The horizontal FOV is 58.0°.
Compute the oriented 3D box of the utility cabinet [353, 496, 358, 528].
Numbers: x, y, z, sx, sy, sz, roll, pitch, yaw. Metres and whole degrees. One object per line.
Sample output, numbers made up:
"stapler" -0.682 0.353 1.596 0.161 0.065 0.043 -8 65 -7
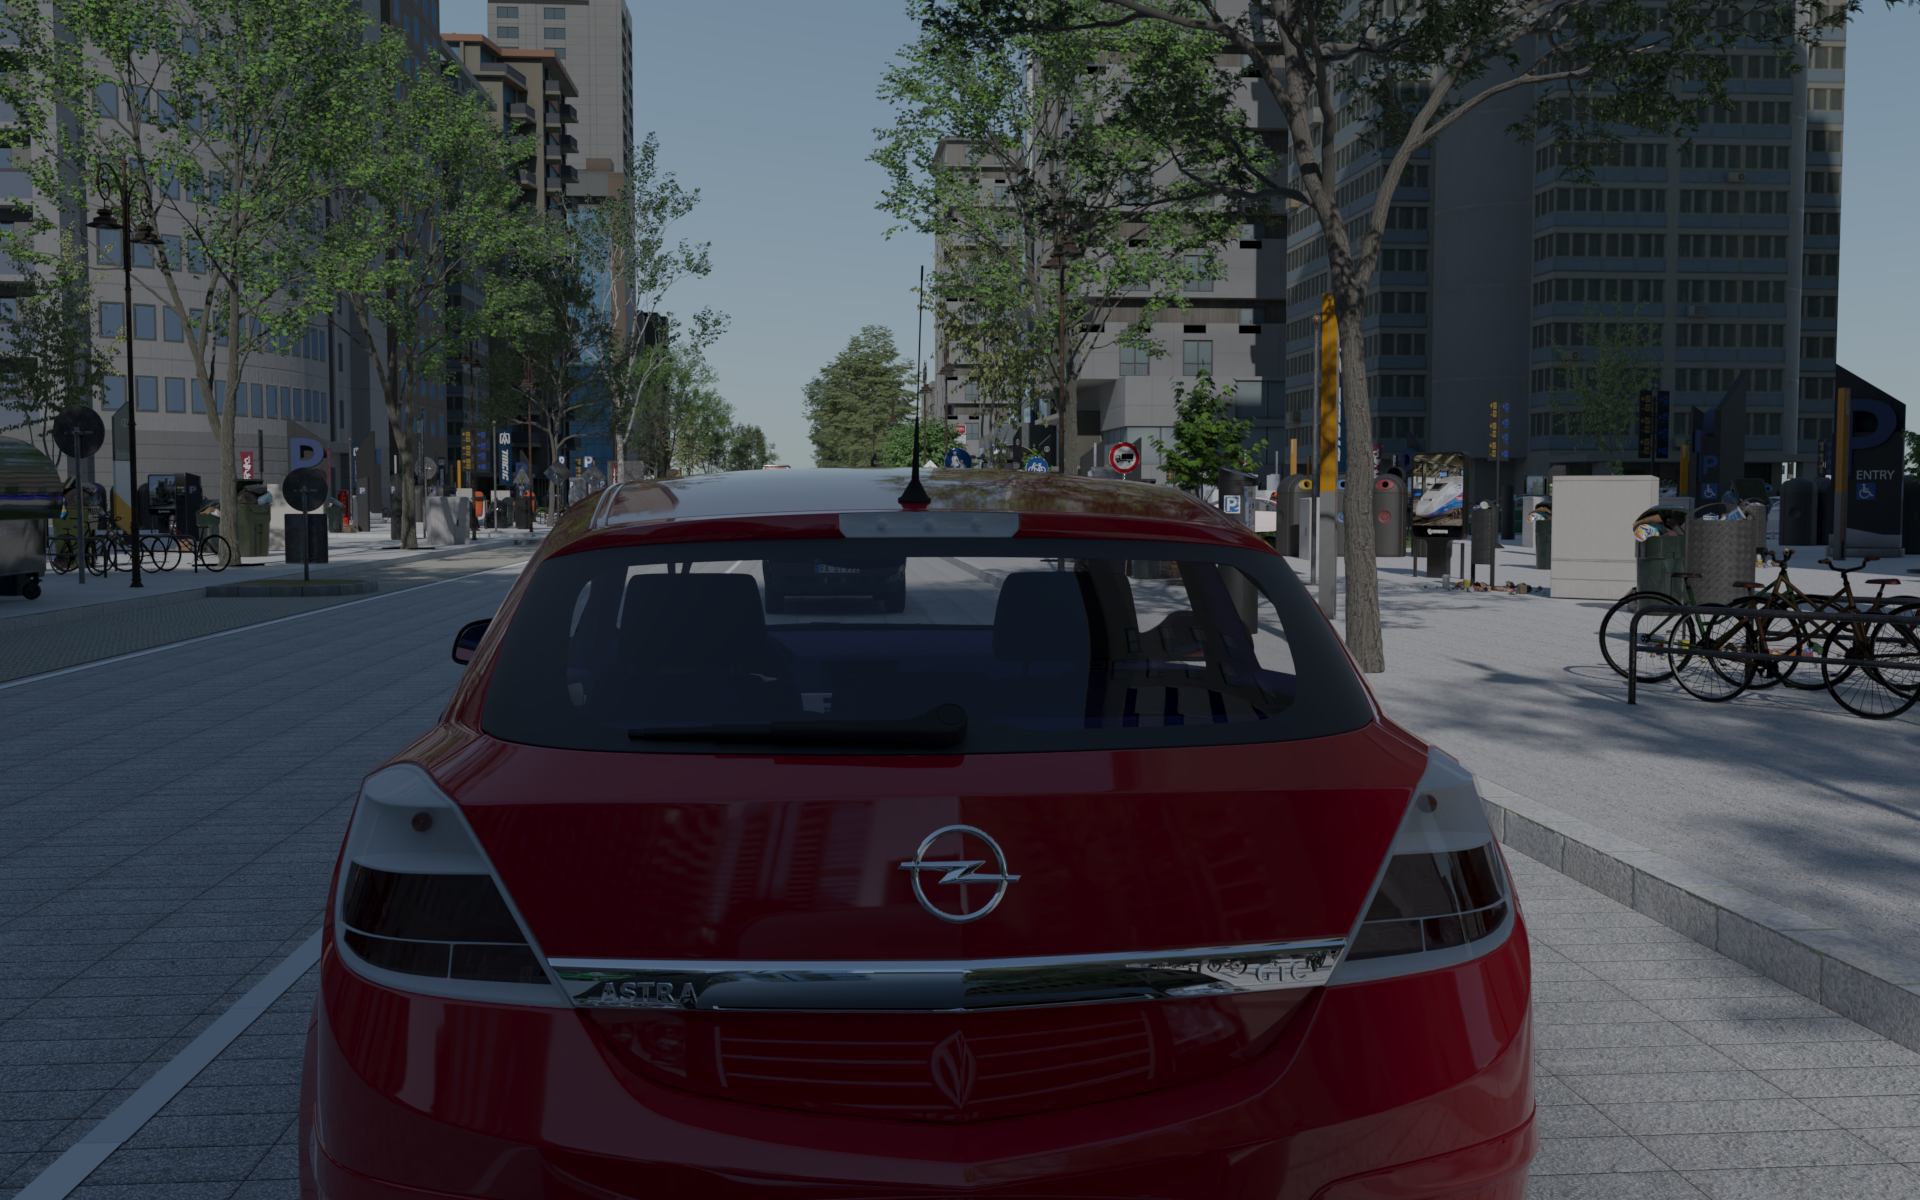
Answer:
"utility cabinet" -22.503 -3.293 64.999 0.306 1.237 1.020 -2 4 -33

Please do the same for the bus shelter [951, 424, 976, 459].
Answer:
"bus shelter" -0.506 -7.299 96.976 2.179 5.291 8.768 0 4 -5

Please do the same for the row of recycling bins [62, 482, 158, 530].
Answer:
"row of recycling bins" -30.469 -3.350 61.892 3.534 1.692 1.069 -1 4 -20

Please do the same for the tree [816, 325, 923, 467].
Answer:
"tree" -6.042 -12.133 116.495 7.486 12.596 7.792 0 3 0

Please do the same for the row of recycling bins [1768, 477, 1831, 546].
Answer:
"row of recycling bins" 22.079 -2.246 43.831 3.534 1.692 1.069 -2 4 -31

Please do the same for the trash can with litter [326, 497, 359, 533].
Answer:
"trash can with litter" -20.339 -2.796 57.099 1.055 1.170 0.624 1 4 11

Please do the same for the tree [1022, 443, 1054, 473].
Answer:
"tree" 2.732 -4.380 66.222 1.663 3.219 1.824 0 3 0

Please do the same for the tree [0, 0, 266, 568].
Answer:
"tree" -13.056 -6.392 30.257 9.928 11.665 9.643 0 3 0

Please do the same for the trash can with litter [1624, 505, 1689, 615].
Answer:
"trash can with litter" 7.387 -0.440 18.581 0.624 1.170 1.055 0 4 3

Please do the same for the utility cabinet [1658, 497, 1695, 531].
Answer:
"utility cabinet" 15.148 -1.586 37.086 1.020 1.237 0.306 3 5 41

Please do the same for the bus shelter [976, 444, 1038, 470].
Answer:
"bus shelter" 1.919 -4.798 72.364 2.014 3.302 5.546 0 4 -5

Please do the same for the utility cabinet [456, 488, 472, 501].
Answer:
"utility cabinet" -19.526 -3.604 67.610 1.173 1.500 0.318 -2 4 -31

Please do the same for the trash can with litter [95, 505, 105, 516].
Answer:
"trash can with litter" -20.077 -1.730 39.679 0.624 1.170 1.055 0 4 -7

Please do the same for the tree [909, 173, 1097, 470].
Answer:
"tree" 0.956 -5.533 40.819 4.737 8.622 4.395 0 3 0

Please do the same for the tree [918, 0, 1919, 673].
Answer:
"tree" 3.011 -4.778 12.535 8.767 10.594 7.601 1 4 10

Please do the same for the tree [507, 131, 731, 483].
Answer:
"tree" -18.251 -14.457 92.265 12.611 20.169 13.585 0 3 0

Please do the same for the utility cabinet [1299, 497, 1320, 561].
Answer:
"utility cabinet" 6.855 -1.386 33.816 0.306 1.237 1.020 0 4 0

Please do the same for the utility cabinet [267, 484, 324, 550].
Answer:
"utility cabinet" -15.038 -1.870 39.253 1.173 1.500 0.318 -1 4 -15

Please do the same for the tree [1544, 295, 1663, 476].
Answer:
"tree" 23.745 -6.912 63.376 4.737 8.622 4.395 0 3 0

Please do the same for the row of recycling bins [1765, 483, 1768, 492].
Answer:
"row of recycling bins" 29.857 -3.449 63.503 3.534 1.692 1.069 0 4 -1

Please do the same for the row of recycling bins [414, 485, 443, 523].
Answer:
"row of recycling bins" -24.208 -4.375 78.637 3.534 1.692 1.069 3 5 42

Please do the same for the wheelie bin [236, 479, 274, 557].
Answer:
"wheelie bin" -14.482 -1.682 35.414 0.693 1.594 0.980 2 4 33

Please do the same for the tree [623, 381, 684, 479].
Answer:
"tree" -19.733 -9.784 110.324 4.360 8.622 3.978 0 3 0

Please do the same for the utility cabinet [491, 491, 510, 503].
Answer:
"utility cabinet" -29.753 -6.331 112.189 1.173 1.500 0.318 -1 4 -12

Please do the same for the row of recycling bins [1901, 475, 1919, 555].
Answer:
"row of recycling bins" 20.593 -1.902 38.215 1.069 1.692 3.534 1 4 14

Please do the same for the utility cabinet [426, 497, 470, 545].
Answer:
"utility cabinet" -12.971 -2.003 43.916 1.020 1.237 0.306 -3 4 -37

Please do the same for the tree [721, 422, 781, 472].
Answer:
"tree" -33.471 -21.989 276.525 9.611 12.733 9.660 0 3 0

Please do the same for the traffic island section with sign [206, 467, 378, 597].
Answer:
"traffic island section with sign" -9.504 -0.994 24.878 1.989 1.847 2.006 0 4 -5

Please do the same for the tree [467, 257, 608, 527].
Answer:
"tree" -15.792 -8.158 67.800 7.601 10.594 8.767 0 4 5

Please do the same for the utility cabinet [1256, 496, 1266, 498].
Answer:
"utility cabinet" 11.728 -3.485 68.136 0.306 1.237 1.020 -1 4 -9

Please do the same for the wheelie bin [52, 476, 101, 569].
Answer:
"wheelie bin" -15.282 -1.349 29.963 0.693 1.594 0.980 -1 4 -11

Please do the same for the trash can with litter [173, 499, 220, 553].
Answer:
"trash can with litter" -16.549 -1.606 37.645 1.055 1.170 0.624 -1 4 -10

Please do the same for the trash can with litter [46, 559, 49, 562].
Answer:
"trash can with litter" -17.617 -1.289 32.133 2.233 1.210 1.678 2 4 24

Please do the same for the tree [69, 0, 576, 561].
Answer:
"tree" -12.930 -6.975 39.794 9.928 11.665 9.643 0 3 0

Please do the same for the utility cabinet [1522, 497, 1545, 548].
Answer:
"utility cabinet" 13.832 -1.871 41.747 0.306 1.237 1.020 0 4 5

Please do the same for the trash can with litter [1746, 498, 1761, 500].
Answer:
"trash can with litter" 13.606 -1.197 30.621 2.233 1.210 1.678 -1 4 -14

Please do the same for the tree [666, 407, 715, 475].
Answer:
"tree" -21.809 -11.509 138.532 4.737 8.622 4.395 0 3 0

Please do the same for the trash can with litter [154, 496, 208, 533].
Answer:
"trash can with litter" -26.343 -2.903 58.515 1.678 1.210 2.233 -2 4 -28

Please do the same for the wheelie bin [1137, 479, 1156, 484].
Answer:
"wheelie bin" 3.836 -1.682 35.403 0.693 1.594 0.980 3 4 39

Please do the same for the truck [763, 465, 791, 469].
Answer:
"truck" -17.828 -10.978 168.406 2.839 4.237 11.283 0 4 -4

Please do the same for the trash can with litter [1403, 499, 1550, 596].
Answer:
"trash can with litter" 6.992 -0.718 22.799 1.678 1.210 2.233 -1 4 -13

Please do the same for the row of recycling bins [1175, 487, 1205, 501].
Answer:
"row of recycling bins" 9.262 -3.828 69.695 1.069 1.692 3.534 0 4 -2

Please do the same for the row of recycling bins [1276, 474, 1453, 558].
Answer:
"row of recycling bins" 8.271 -1.738 35.528 3.534 1.692 1.069 1 4 12

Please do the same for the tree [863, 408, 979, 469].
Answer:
"tree" -1.261 -5.028 65.915 4.285 4.588 4.351 0 3 0

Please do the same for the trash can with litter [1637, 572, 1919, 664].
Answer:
"trash can with litter" 6.389 -0.154 13.575 2.233 1.210 1.678 1 4 16

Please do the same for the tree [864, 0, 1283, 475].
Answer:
"tree" 1.934 -6.520 32.360 9.928 11.665 9.643 0 3 0

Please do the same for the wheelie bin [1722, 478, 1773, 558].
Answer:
"wheelie bin" 15.876 -1.659 35.025 0.980 1.594 0.693 0 4 -1

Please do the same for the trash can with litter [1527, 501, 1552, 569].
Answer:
"trash can with litter" 10.098 -1.118 29.674 0.624 1.170 1.055 2 4 26

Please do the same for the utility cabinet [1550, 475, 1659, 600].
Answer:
"utility cabinet" 7.791 -0.750 20.944 1.173 1.500 0.318 3 4 39

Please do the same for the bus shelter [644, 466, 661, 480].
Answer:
"bus shelter" -23.021 -8.171 127.516 2.014 3.302 5.546 0 4 -5

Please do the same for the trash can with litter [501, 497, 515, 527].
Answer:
"trash can with litter" -17.778 -3.452 67.835 0.624 1.170 1.055 1 4 8

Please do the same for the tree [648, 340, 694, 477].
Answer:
"tree" -20.053 -11.750 117.872 9.928 11.665 9.643 0 3 0
